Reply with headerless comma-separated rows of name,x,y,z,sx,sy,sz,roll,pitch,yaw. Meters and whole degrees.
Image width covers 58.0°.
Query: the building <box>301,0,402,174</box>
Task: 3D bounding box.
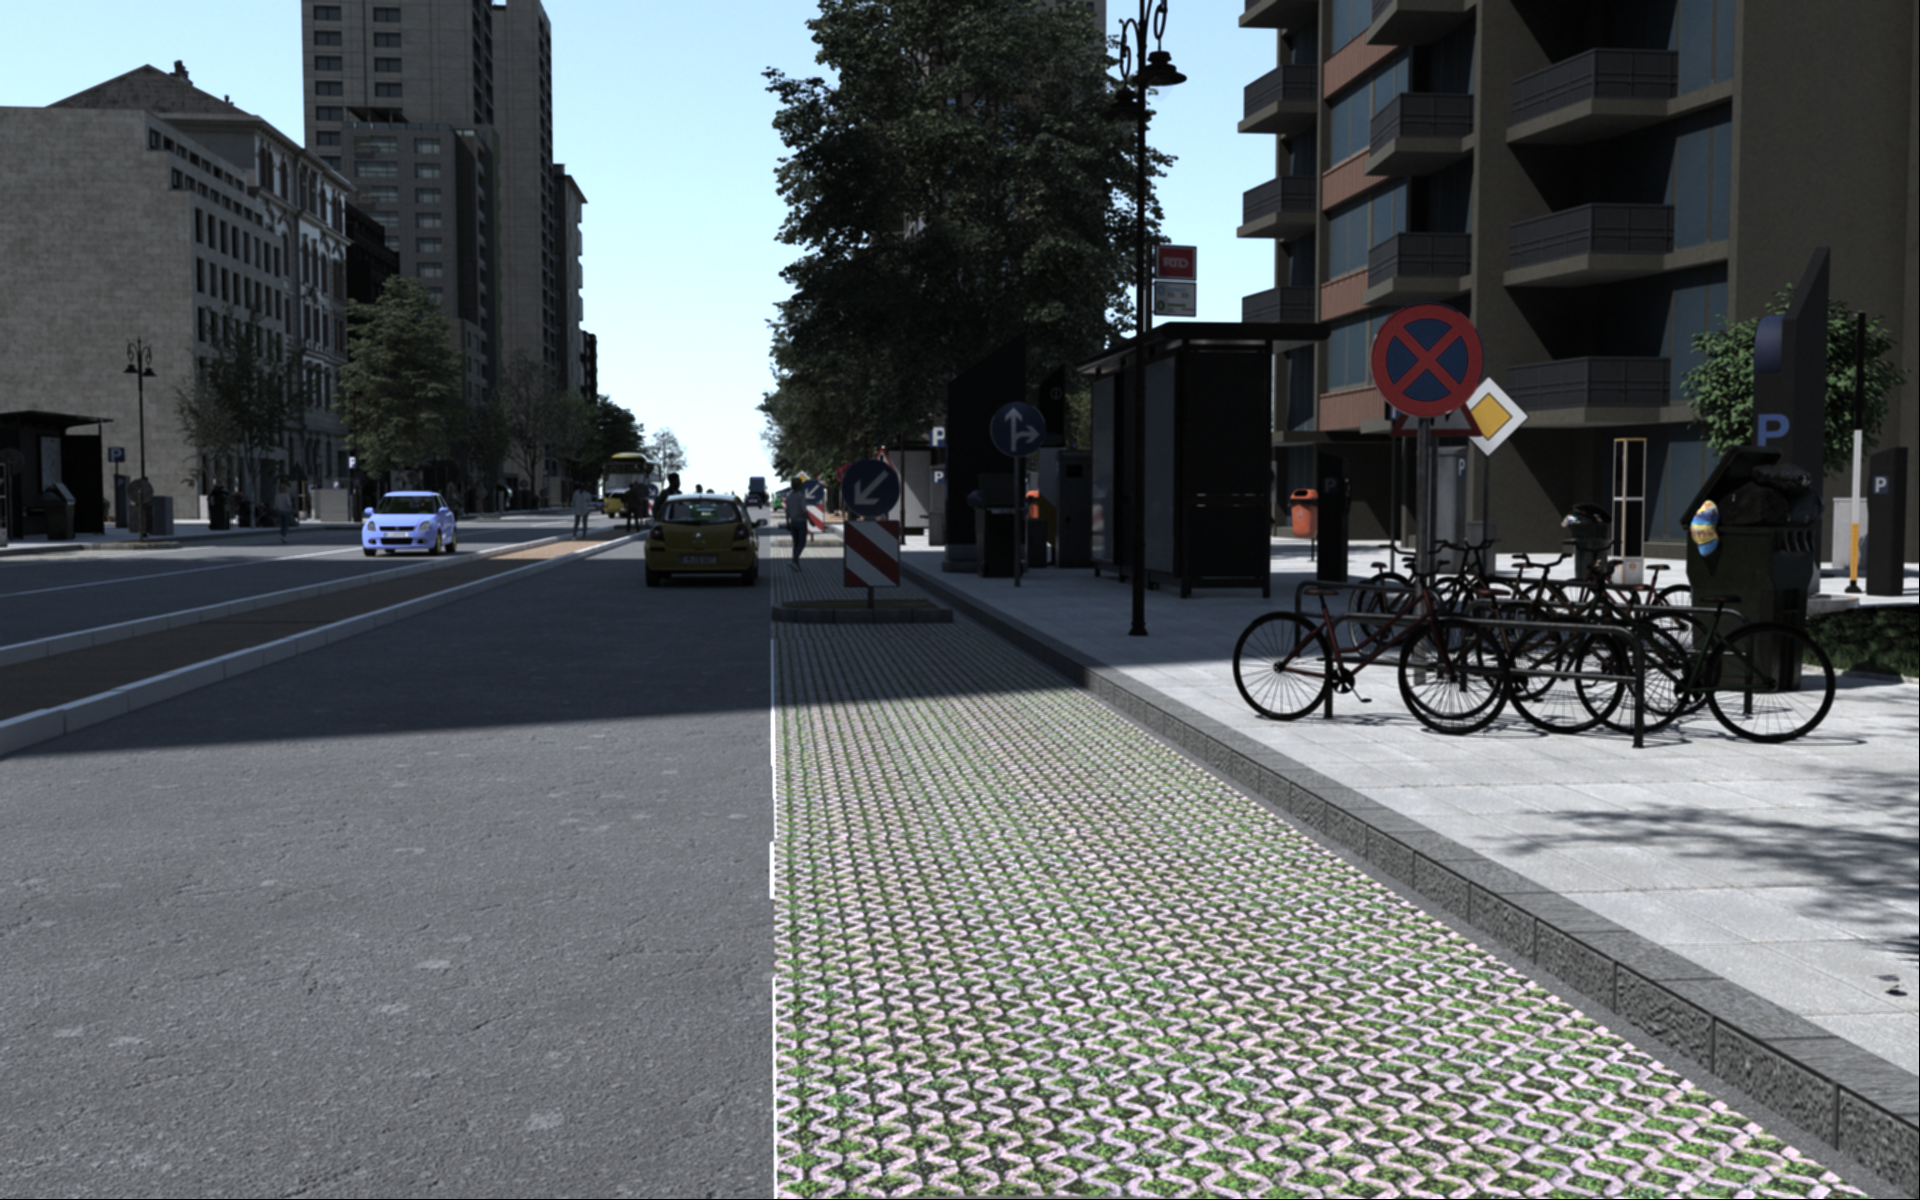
building,-63.029,-46.702,201.827,20.563,71.187,20.611,0,4,-6

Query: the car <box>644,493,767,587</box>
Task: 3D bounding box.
car,-4.173,-1.107,28.329,2.015,1.641,3.980,0,4,-6

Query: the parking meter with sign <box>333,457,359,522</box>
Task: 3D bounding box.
parking meter with sign,-28.473,-5.101,79.658,0.543,3.016,1.738,2,4,24

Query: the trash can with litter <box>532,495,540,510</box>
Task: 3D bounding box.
trash can with litter,-35.556,-8.151,144.655,0.624,1.170,1.055,-1,4,-19

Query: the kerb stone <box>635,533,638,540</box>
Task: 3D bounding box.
kerb stone,-10.153,-1.925,53.671,0.120,0.150,1.000,0,4,-6

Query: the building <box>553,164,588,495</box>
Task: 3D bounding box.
building,-75.052,-42.095,277.489,28.713,52.752,27.495,0,4,-6

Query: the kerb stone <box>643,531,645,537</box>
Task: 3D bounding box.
kerb stone,-10.492,-2.112,56.728,0.120,0.150,1.000,0,4,-6

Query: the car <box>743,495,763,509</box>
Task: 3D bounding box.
car,-20.107,-9.514,168.129,1.945,1.354,3.894,0,4,-8

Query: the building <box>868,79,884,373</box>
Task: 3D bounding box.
building,-5.963,-51.103,273.786,20.563,71.187,20.611,0,4,-6

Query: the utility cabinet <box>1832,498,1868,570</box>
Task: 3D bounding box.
utility cabinet,15.317,-1.121,29.488,0.306,1.237,1.020,-1,4,-9

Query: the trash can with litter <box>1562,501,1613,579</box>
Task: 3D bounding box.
trash can with litter,9.647,-0.905,26.182,1.055,1.170,0.624,-3,4,-36

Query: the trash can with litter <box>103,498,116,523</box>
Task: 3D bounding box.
trash can with litter,-38.387,-4.074,78.004,1.055,1.170,0.624,1,4,18

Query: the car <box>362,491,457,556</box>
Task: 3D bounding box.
car,-13.068,-1.932,41.185,1.945,1.707,3.694,0,4,-8

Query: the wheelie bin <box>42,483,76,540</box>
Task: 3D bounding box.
wheelie bin,-25.099,-2.466,48.226,0.693,1.594,0.980,0,4,-5

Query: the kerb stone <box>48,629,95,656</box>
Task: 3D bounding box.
kerb stone,-8.116,0.398,15.689,0.120,0.150,1.000,0,4,-6

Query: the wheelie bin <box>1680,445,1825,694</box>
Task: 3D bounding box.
wheelie bin,5.226,-0.213,11.397,0.980,1.594,0.693,-3,4,-38

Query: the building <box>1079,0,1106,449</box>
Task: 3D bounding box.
building,3.872,-45.919,189.029,20.563,71.187,20.611,0,4,-6

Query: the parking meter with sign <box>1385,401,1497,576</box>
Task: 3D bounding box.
parking meter with sign,7.706,-1.923,27.708,1.738,3.016,0.543,3,5,39

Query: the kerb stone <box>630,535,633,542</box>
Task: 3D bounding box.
kerb stone,-9.934,-1.794,51.638,0.120,0.150,1.000,0,4,-6

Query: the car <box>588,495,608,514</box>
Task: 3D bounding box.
car,-26.146,-6.824,124.145,1.945,1.354,3.894,0,4,-4

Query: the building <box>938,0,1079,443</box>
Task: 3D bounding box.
building,2.074,-47.185,209.732,20.563,71.187,20.611,0,4,-6

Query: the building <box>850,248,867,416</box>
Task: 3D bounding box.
building,-7.864,-39.481,300.135,22.147,44.769,28.867,0,4,-6

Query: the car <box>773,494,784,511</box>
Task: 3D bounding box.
car,-14.552,-8.246,143.614,1.959,1.807,4.718,0,4,-5

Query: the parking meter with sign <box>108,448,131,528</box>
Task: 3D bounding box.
parking meter with sign,-31.733,-4.246,65.681,0.543,3.016,1.738,-1,4,-12

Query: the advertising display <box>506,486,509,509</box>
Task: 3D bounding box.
advertising display,-34.731,-7.797,132.696,0.123,1.923,0.974,-2,4,-27

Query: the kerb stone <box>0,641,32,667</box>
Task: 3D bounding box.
kerb stone,-7.999,0.463,14.661,0.120,0.150,1.000,0,4,-6

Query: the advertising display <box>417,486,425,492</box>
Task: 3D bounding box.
advertising display,-46.857,-8.860,150.069,0.974,1.923,0.123,-2,4,-35

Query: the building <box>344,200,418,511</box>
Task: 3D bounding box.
building,-50.446,-18.696,135.357,12.332,23.373,15.834,0,4,-6

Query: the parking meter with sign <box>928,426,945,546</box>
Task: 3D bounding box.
parking meter with sign,-0.541,-2.887,43.465,0.543,3.016,1.738,0,4,2

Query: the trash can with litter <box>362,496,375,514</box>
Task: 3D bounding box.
trash can with litter,-38.155,-6.153,111.992,0.624,1.170,1.055,3,5,40

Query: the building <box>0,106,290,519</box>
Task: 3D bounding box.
building,-44.452,-14.658,94.413,10.420,20.320,16.860,0,4,-6

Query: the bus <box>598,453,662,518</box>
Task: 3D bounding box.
bus,-20.174,-7.062,107.017,2.896,3.916,12.252,0,4,-5

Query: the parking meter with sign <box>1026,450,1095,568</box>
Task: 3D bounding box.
parking meter with sign,2.008,-2.071,30.117,1.738,3.016,0.543,0,4,-6

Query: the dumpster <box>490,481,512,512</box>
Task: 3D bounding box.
dumpster,-33.549,-7.573,126.304,1.502,2.255,1.985,0,4,-6

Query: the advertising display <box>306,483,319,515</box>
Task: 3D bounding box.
advertising display,-39.502,-6.144,105.662,0.123,1.923,0.974,1,4,20

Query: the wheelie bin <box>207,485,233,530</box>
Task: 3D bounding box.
wheelie bin,-26.472,-3.308,62.000,0.693,1.594,0.980,0,4,0

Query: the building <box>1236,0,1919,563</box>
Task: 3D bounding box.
building,19.642,-23.881,45.072,22.147,44.769,28.867,0,4,-6

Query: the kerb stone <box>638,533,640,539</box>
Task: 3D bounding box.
kerb stone,-10.269,-1.987,54.687,0.120,0.150,1.000,0,4,-6

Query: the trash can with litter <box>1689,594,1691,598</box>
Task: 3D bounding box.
trash can with litter,9.842,-0.638,21.486,1.678,1.210,2.233,0,4,-1

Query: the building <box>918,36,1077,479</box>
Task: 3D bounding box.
building,3.396,-31.897,171.625,14.600,45.320,14.200,0,4,-6

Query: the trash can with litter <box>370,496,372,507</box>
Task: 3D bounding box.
trash can with litter,-42.034,-6.974,125.084,2.233,1.210,1.678,1,4,14

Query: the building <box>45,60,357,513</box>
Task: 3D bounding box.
building,-49.587,-20.020,114.721,14.401,28.519,23.554,0,4,-6

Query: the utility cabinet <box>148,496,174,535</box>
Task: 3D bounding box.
utility cabinet,-25.009,-2.633,54.209,1.020,1.237,0.306,3,4,37

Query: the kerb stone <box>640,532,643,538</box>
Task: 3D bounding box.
kerb stone,-10.375,-2.050,55.710,0.120,0.150,1.000,0,4,-6

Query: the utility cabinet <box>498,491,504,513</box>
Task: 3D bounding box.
utility cabinet,-31.302,-6.691,118.083,0.318,1.500,1.173,-1,4,-13

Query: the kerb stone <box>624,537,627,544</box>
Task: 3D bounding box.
kerb stone,-9.709,-1.676,49.602,0.120,0.150,1.000,0,4,-6

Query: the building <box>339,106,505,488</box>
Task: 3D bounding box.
building,-57.193,-30.688,185.348,14.154,41.232,14.086,0,4,-6

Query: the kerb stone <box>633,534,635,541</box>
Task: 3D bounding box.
kerb stone,-10.046,-1.863,52.654,0.120,0.150,1.000,0,4,-6

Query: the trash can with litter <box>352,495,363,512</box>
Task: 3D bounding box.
trash can with litter,-36.241,-5.621,102.956,1.678,1.210,2.233,-1,4,-12

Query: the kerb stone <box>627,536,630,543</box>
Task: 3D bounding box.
kerb stone,-9.829,-1.733,50.621,0.120,0.150,1.000,0,4,-6

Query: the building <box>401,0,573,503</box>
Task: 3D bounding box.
building,-68.049,-49.855,253.381,20.563,71.187,20.611,0,4,-6

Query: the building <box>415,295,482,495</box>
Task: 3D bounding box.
building,-61.856,-19.496,163.806,27.650,21.520,28.899,0,4,-6

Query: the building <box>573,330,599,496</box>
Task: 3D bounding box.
building,-70.397,-32.285,299.562,14.160,30.474,14.107,0,4,-6

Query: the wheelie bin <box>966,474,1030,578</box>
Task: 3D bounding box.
wheelie bin,0.563,-1.155,26.789,0.980,1.594,0.693,-1,4,-15

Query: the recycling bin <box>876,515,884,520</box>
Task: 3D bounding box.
recycling bin,-4.160,-4.512,86.329,0.722,1.027,0.722,-1,4,-12

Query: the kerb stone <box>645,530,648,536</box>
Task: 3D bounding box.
kerb stone,-10.600,-2.174,57.746,0.120,0.150,1.000,0,4,-6
